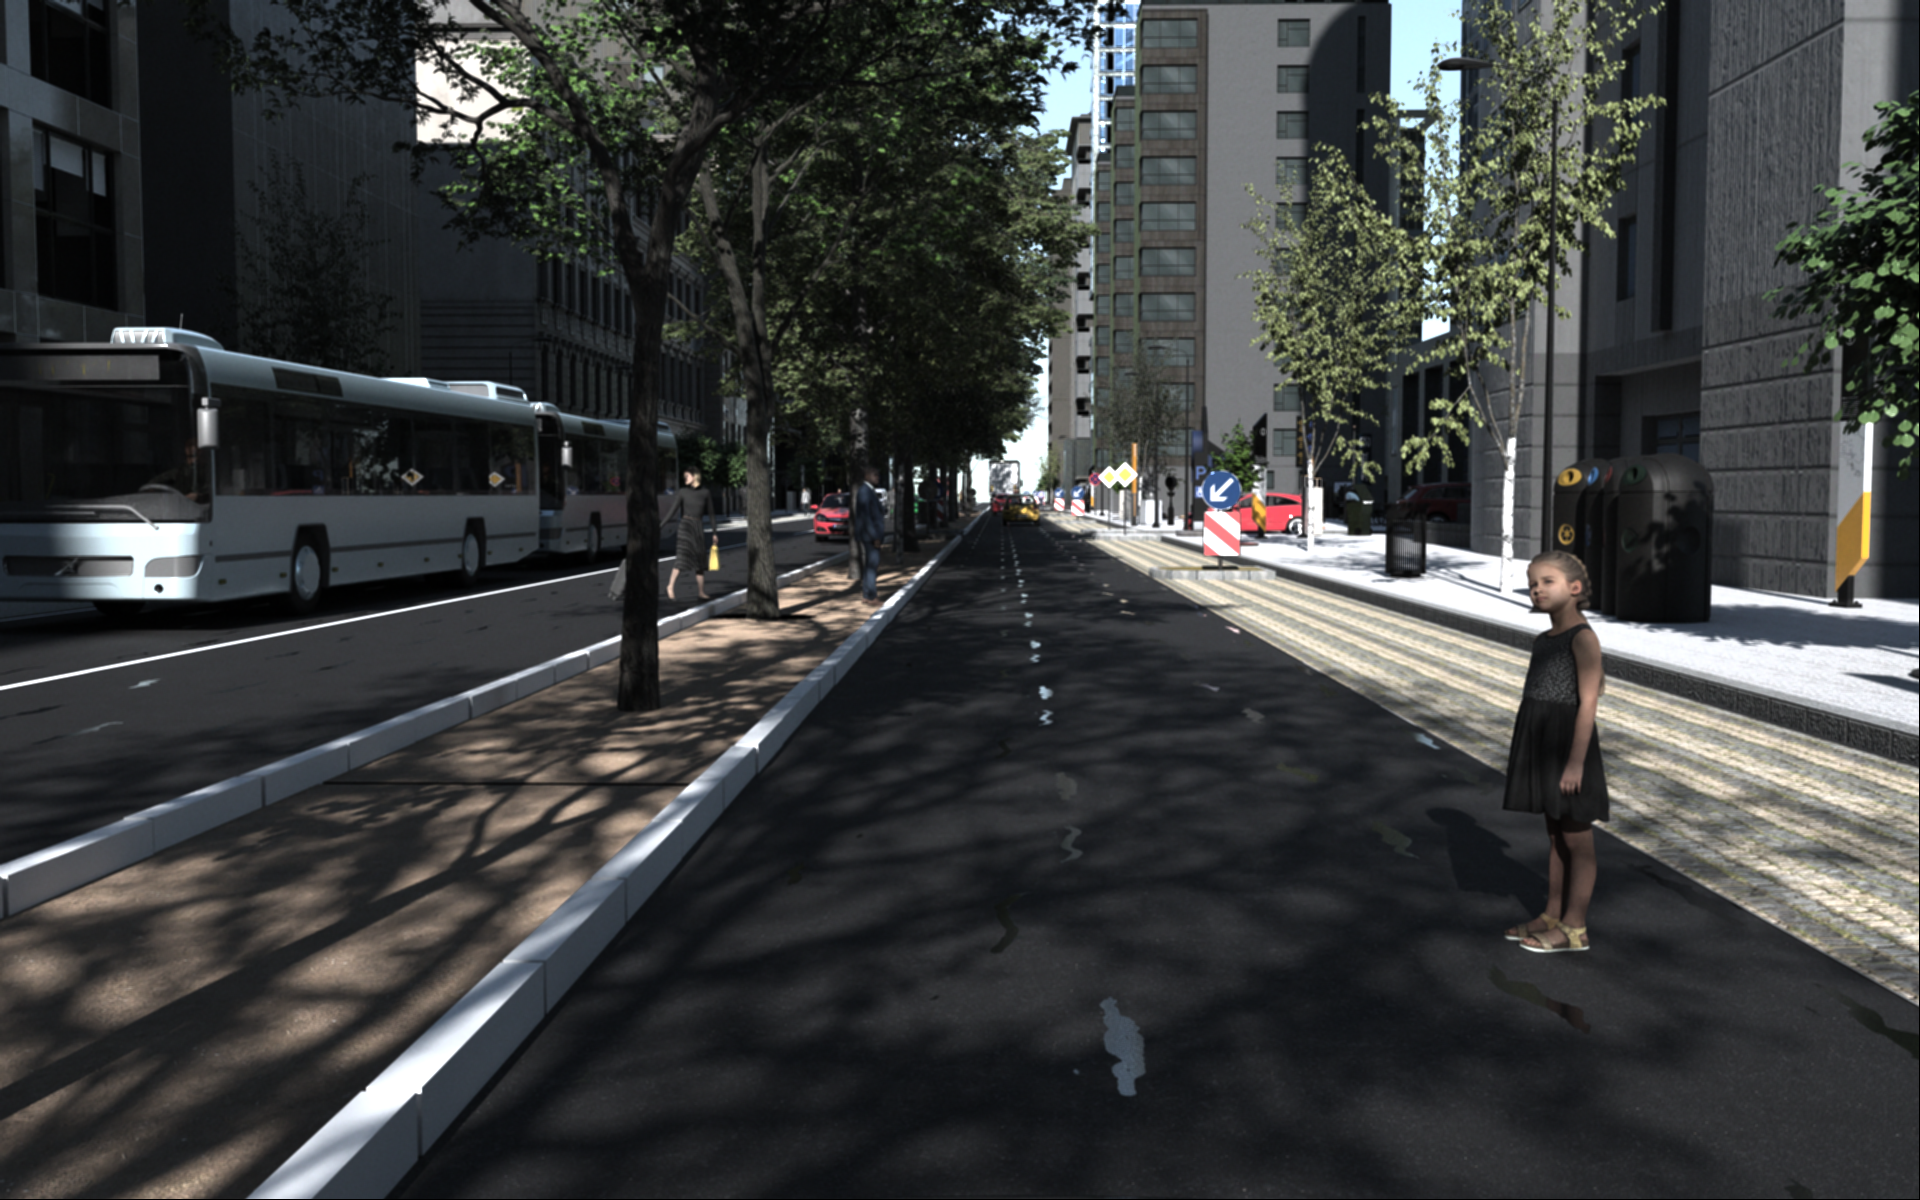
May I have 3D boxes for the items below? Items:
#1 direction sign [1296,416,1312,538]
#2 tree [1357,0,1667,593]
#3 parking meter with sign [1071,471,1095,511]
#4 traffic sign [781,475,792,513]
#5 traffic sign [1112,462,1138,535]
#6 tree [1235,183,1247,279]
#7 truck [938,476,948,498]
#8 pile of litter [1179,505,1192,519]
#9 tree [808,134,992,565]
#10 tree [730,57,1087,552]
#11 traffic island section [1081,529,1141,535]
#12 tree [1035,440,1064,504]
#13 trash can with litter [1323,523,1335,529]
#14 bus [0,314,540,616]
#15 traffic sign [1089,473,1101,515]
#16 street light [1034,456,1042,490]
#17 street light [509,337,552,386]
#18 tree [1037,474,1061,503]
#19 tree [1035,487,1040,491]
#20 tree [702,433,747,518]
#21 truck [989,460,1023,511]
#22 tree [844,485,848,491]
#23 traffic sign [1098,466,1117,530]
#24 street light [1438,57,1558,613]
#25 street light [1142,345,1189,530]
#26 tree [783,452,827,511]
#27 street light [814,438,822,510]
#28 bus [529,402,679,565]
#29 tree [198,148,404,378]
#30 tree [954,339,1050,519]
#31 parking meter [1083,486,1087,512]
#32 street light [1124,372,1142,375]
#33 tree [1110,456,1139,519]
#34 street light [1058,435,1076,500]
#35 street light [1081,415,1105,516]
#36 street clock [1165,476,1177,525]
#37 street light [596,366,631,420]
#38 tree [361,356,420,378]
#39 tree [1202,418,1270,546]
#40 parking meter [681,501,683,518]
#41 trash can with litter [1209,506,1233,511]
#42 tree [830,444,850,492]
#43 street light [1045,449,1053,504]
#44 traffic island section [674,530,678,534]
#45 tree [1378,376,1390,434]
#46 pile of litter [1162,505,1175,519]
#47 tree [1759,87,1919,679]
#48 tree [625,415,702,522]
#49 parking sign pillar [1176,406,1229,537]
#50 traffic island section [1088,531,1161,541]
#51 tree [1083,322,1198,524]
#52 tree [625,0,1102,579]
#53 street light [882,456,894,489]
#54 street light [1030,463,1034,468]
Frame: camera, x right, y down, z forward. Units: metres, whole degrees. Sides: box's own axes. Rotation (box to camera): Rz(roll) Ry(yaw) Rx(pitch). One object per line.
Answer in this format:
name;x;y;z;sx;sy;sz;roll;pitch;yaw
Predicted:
direction sign;10.041;-3.583;50.573;0.379;3.537;0.876;3;5;41
tree;6.985;-4.414;22.532;4.737;8.622;4.395;0;3;0
parking meter with sign;9.320;-8.263;131.364;1.738;3.016;0.543;0;4;1
traffic sign;-11.806;-7.188;117.629;0.768;2.556;0.104;0;4;8
traffic sign;5.170;-3.098;54.296;0.795;2.450;0.064;0;4;1
tree;7.940;-5.373;38.211;4.737;8.622;4.395;0;3;0
truck;-2.773;-17.616;276.939;2.839;4.237;11.283;0;3;0
pile of litter;12.073;-4.680;90.483;1.176;0.858;1.719;0;4;-7
tree;-1.246;-5.013;34.787;4.737;8.622;4.395;0;3;0
tree;-1.322;-8.137;42.145;9.857;13.997;8.962;0;3;0
traffic island section;5.387;-2.451;62.355;2.009;0.180;2.903;0;4;1
tree;12.138;-17.176;231.183;4.737;8.622;4.395;0;3;0
trash can with litter;12.508;-3.203;63.429;2.233;1.210;1.678;2;4;23
bus;-8.783;-1.733;23.197;2.948;3.499;13.247;0;4;2
traffic sign;8.102;-6.331;103.623;0.768;2.556;0.104;0;4;5
street light;10.715;-15.417;224.611;1.470;5.913;1.316;0;4;1
street light;-12.797;-4.830;51.505;1.470;5.913;1.316;0;4;1
tree;12.231;-15.540;237.784;4.285;4.588;4.351;0;3;0
tree;13.304;-18.034;289.460;1.663;3.219;1.824;0;3;0
tree;-12.751;-5.960;81.164;4.285;4.588;4.351;0;3;0
truck;3.897;-9.795;149.054;2.839;4.237;11.283;0;4;3
tree;-11.251;-11.911;189.339;1.663;3.219;1.824;0;3;0
traffic sign;5.363;-3.586;62.279;0.795;2.450;0.064;0;4;1
street light;5.792;-2.817;18.593;1.470;5.913;1.316;0;4;1
street light;6.566;-4.995;54.212;1.470;5.913;1.316;0;4;1
tree;-11.796;-9.078;132.141;4.285;4.588;4.351;0;3;0
street light;-10.737;-10.209;139.458;1.470;5.913;1.316;0;4;1
bus;-8.588;-2.623;37.743;2.948;3.499;13.247;0;4;1
tree;-13.782;-5.297;36.971;4.360;8.622;3.978;0;3;0
tree;0.461;-12.045;109.770;12.009;13.543;11.850;0;3;0
parking meter;9.106;-7.317;125.343;0.399;1.863;0.255;-2;4;-25
street light;6.954;-5.721;66.071;1.470;5.913;1.316;0;4;1
tree;8.319;-5.762;88.817;1.663;3.219;1.824;0;3;0
street light;8.723;-10.341;141.621;1.470;5.913;1.316;0;4;1
street light;7.822;-7.905;101.791;1.470;5.913;1.316;0;4;1
street clock;8.674;-4.076;71.214;0.358;2.002;0.471;-3;4;-37
street light;-12.624;-5.530;62.957;1.470;5.913;1.316;0;4;1
tree;-13.819;-3.531;41.444;4.285;4.588;4.351;0;3;0
tree;7.071;-2.980;43.321;1.663;3.219;1.824;0;3;0
parking meter;-13.320;-4.611;83.806;0.372;1.533;0.369;0;3;0
trash can with litter;7.252;-2.261;48.352;0.624;1.170;1.055;0;4;-4
tree;-10.527;-13.301;167.840;4.360;8.622;3.978;0;3;0
street light;9.600;-12.535;177.491;1.470;5.913;1.316;0;4;1
traffic island section;-11.150;-2.476;62.758;2.009;0.180;2.903;0;4;1
tree;24.554;-8.739;93.239;4.360;8.622;3.978;0;3;0
pile of litter;10.474;-4.598;89.142;1.176;0.858;1.719;1;4;9
tree;7.343;-1.721;11.846;4.285;4.588;4.351;0;3;0
tree;-13.314;-5.288;70.174;4.285;4.588;4.351;0;3;0
parking sign pillar;7.299;-3.925;52.654;1.447;3.967;1.447;0;4;6
traffic island section;5.194;-1.963;54.373;2.009;0.180;2.903;0;4;1
tree;7.620;-7.581;74.317;4.360;8.622;3.978;0;3;0
tree;-1.583;-6.592;28.358;7.486;12.596;7.792;0;3;0
street light;-8.943;-14.622;211.618;1.470;5.913;1.316;0;4;1
street light;11.729;-17.634;260.848;1.470;5.913;1.316;0;4;1
